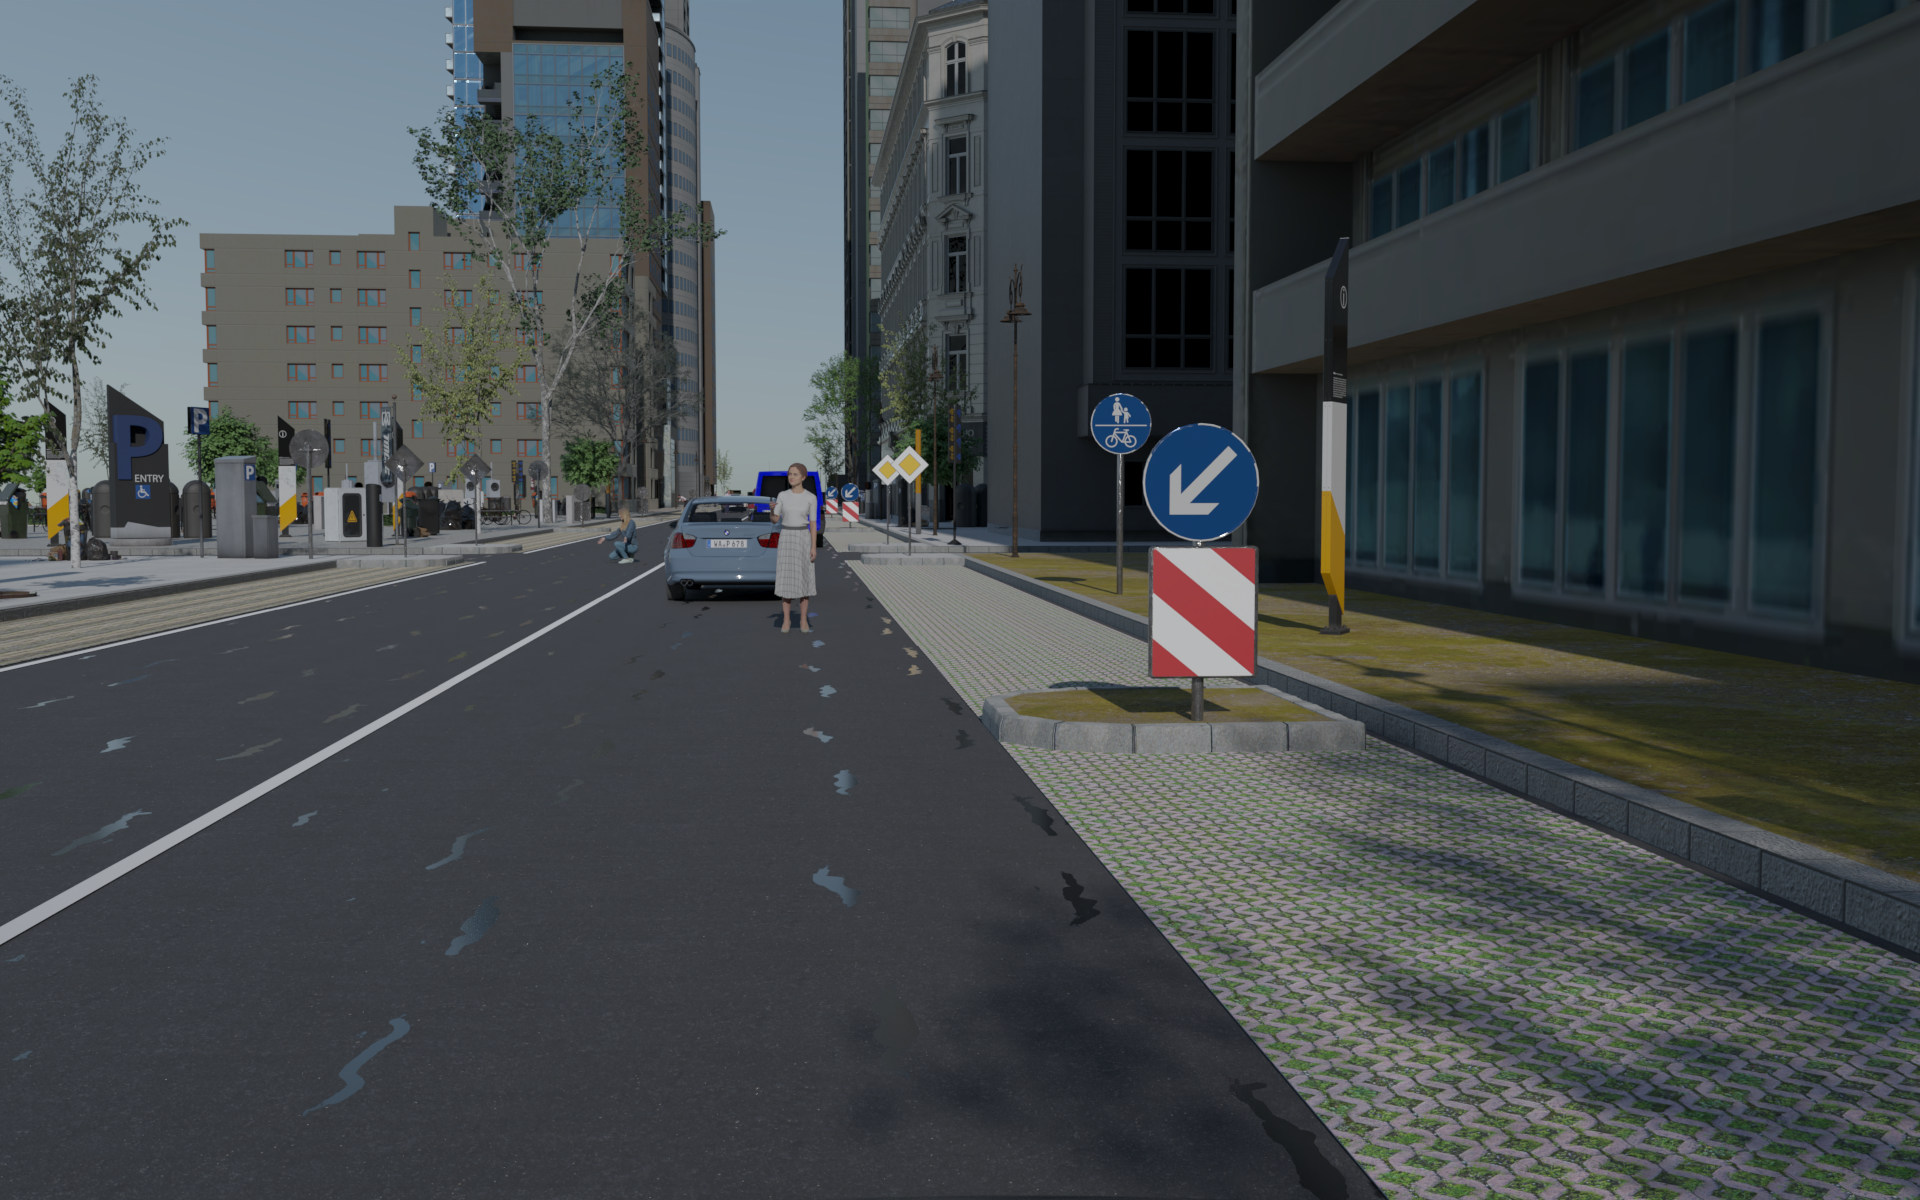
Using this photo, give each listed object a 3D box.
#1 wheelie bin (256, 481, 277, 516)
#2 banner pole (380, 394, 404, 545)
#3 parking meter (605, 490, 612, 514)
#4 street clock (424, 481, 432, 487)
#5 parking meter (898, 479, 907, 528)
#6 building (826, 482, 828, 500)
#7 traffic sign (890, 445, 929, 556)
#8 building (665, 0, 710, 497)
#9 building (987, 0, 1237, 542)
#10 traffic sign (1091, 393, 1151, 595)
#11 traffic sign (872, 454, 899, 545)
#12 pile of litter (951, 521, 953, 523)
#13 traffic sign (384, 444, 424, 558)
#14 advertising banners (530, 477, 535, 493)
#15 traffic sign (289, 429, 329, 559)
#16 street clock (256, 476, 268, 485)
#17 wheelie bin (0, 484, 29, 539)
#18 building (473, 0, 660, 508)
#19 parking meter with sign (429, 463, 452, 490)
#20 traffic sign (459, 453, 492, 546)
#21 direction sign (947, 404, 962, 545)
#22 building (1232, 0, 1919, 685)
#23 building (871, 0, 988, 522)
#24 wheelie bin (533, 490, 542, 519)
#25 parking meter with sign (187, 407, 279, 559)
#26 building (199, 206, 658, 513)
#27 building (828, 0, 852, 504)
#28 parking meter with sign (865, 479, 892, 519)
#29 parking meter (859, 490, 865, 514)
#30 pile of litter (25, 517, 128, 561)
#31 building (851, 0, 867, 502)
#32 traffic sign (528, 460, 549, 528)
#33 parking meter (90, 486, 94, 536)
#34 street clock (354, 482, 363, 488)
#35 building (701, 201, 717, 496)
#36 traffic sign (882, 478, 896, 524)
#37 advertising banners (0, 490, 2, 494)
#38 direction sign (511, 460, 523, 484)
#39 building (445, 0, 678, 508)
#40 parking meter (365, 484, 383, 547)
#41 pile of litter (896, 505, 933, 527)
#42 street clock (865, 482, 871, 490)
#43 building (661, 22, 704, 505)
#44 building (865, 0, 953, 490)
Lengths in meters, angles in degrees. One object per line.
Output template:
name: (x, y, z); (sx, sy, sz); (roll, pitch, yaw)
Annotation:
wheelie bin: (-17.496, -2.158, 43.190); (0.693, 1.594, 0.980); (0, 4, 2)
banner pole: (-14.374, -3.284, 43.719); (0.863, 3.779, 0.401); (3, 5, 40)
parking meter: (-22.209, -6.178, 109.415); (0.372, 1.533, 0.369); (0, 3, 0)
street clock: (-30.351, -5.774, 98.975); (0.471, 2.002, 0.358); (0, 4, -6)
parking meter: (-2.198, -3.718, 66.493); (0.255, 1.863, 0.399); (-2, 4, -25)
building: (-4.380, -35.144, 266.487); (32.217, 40.220, 23.993); (0, 4, -6)
traffic sign: (-1.044, -1.972, 35.892); (0.795, 2.450, 0.064); (0, 4, -6)
building: (-45.128, -48.880, 237.435); (20.563, 71.187, 20.611); (0, 4, -6)
building: (13.442, -15.810, 52.000); (24.014, 27.812, 14.314); (0, 4, -6)
traffic sign: (2.038, -1.341, 22.031); (0.768, 2.556, 0.104); (0, 4, -1)
traffic sign: (-1.832, -2.458, 43.838); (0.795, 2.450, 0.064); (0, 4, -6)
pile of litter: (0.194, -3.629, 73.292); (1.176, 0.858, 1.719); (1, 4, 11)
traffic sign: (-11.191, -1.912, 34.910); (0.795, 2.450, 0.064); (0, 4, -6)
advertising banners: (-28.169, -7.333, 116.076); (0.090, 3.025, 2.074); (2, 4, 27)
traffic sign: (-12.810, -2.079, 34.105); (0.768, 2.556, 0.104); (0, 4, -3)
street clock: (-27.507, -3.893, 68.215); (0.471, 2.002, 0.358); (-2, 4, -25)
wheelie bin: (-27.209, -2.561, 49.787); (0.980, 1.594, 0.693); (2, 4, 35)
building: (-33.858, -30.737, 152.658); (14.600, 45.320, 14.200); (0, 4, -6)
parking meter with sign: (-28.649, -6.127, 96.442); (0.543, 3.016, 1.738); (3, 4, 38)
traffic sign: (-11.978, -2.398, 42.857); (0.795, 2.450, 0.064); (0, 4, -6)
direction sign: (-0.137, -3.167, 43.776); (0.379, 3.537, 0.876); (1, 4, 20)
building: (15.665, -23.925, 14.878); (21.300, 48.544, 21.600); (0, 4, -6)
building: (4.546, -19.652, 97.728); (17.030, 29.872, 44.131); (0, 4, -6)
wheelie bin: (-21.975, -5.059, 90.629); (0.693, 1.594, 0.980); (-1, 4, -14)
parking meter with sign: (-14.454, -2.342, 34.549); (1.738, 3.016, 0.543); (1, 4, 15)
building: (-37.947, -17.470, 130.672); (27.650, 21.520, 28.899); (0, 4, -6)
building: (-6.299, -47.701, 218.156); (20.563, 71.187, 20.611); (0, 4, -6)
parking meter with sign: (-4.118, -5.676, 89.057); (0.543, 3.016, 1.738); (3, 5, 45)
parking meter: (-6.318, -6.303, 111.457); (0.372, 1.533, 0.369); (0, 3, 0)
pile of litter: (-17.147, -1.201, 33.596); (1.719, 0.858, 1.176); (0, 4, -2)
building: (0.501, -37.755, 159.292); (21.231, 58.520, 28.212); (0, 4, -6)
traffic sign: (-15.911, -3.992, 65.379); (0.768, 2.556, 0.104); (0, 4, 1)
parking meter: (-26.577, -2.750, 53.379); (0.372, 1.533, 0.369); (0, 3, 0)
street clock: (-36.424, -6.139, 104.945); (0.471, 2.002, 0.358); (-3, 4, -38)
building: (-43.376, -37.065, 256.128); (14.600, 45.320, 14.200); (0, 4, -6)
traffic sign: (-3.003, -4.358, 73.387); (0.606, 2.300, 0.079); (0, 4, -1)
advertising banners: (-41.933, -4.860, 75.648); (0.090, 3.025, 2.074); (-2, 4, -25)
direction sign: (-29.610, -7.576, 115.857); (0.876, 3.537, 0.379); (1, 4, 20)
building: (-39.624, -52.651, 173.521); (22.319, 86.520, 31.000); (0, 4, -6)
parking meter: (-14.169, -2.047, 41.884); (0.372, 1.533, 0.369); (0, 3, 0)
pile of litter: (-1.720, -3.280, 67.588); (1.719, 0.858, 1.176); (-1, 4, -16)
street clock: (-5.356, -5.903, 101.090); (0.358, 2.002, 0.471); (-2, 4, -24)
building: (-43.123, -41.069, 213.475); (21.231, 58.520, 28.212); (0, 4, -6)
building: (-0.542, -27.814, 138.359); (14.154, 41.232, 14.086); (0, 4, -6)
